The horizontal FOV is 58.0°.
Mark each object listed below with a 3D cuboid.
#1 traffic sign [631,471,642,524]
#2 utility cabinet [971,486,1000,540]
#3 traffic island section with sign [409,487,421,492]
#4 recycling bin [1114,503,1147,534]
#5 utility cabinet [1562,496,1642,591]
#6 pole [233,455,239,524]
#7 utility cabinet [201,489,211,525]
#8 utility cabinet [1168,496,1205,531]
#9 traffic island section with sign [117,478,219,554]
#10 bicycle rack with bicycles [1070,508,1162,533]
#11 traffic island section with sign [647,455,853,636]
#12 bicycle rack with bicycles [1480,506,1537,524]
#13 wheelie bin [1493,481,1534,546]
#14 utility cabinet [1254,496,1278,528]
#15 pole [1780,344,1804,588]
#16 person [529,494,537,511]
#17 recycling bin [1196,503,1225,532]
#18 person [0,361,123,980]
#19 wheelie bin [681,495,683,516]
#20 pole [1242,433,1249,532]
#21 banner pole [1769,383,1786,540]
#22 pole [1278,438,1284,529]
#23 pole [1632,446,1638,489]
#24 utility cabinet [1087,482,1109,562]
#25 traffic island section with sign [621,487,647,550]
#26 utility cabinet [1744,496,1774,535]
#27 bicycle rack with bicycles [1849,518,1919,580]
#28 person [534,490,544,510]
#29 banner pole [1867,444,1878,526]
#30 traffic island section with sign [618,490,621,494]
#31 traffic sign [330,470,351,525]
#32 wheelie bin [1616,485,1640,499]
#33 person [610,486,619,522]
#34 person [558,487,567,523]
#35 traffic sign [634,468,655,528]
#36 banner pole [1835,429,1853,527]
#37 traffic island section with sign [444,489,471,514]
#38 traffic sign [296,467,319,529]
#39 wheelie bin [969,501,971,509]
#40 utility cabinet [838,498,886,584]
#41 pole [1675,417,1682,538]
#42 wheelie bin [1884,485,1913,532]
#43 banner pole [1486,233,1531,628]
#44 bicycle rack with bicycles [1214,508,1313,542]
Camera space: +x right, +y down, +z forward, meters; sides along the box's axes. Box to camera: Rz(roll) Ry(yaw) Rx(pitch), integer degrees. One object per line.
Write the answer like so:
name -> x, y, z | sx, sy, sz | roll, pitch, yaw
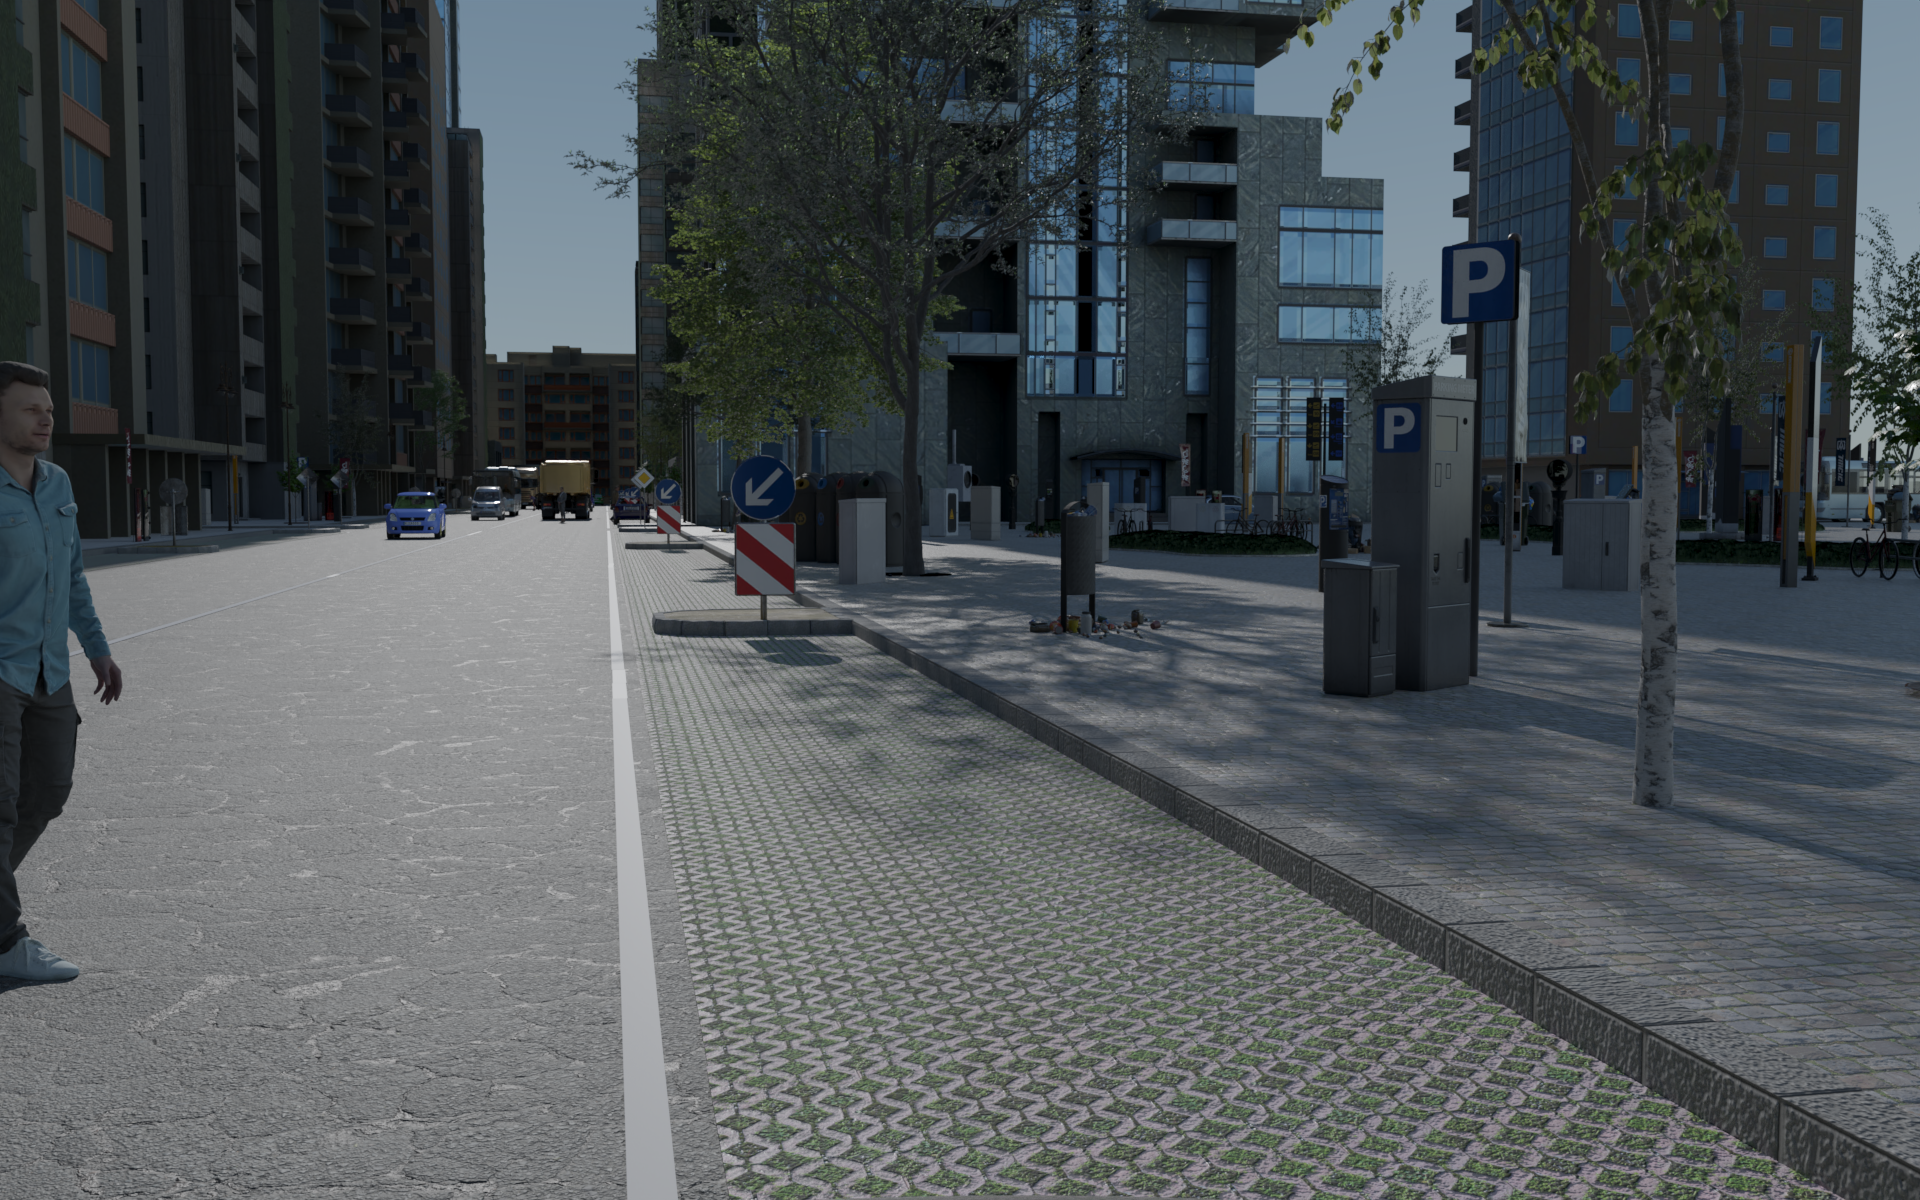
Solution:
traffic sign -> -13.627, -4.293, 73.829 | 0.795, 2.450, 0.064 | -1, 4, -12
utility cabinet -> 0.717, -2.419, 48.223 | 0.318, 1.500, 1.173 | -2, 4, -29
traffic island section with sign -> -30.326, -5.369, 96.412 | 1.989, 1.847, 2.006 | -1, 4, -12
recycling bin -> 4.662, -2.131, 47.400 | 0.722, 1.027, 0.722 | -1, 4, -12
utility cabinet -> 8.626, -0.743, 23.316 | 0.306, 1.237, 1.020 | -2, 4, -34
pole -> -31.030, -4.914, 74.183 | 0.158, 3.312, 0.155 | 0, 3, 0
utility cabinet -> -31.225, -3.799, 70.784 | 1.173, 1.500, 0.318 | 1, 4, 13
utility cabinet -> 6.512, -2.363, 49.797 | 1.020, 1.237, 0.306 | 0, 4, -7
traffic island section with sign -> -19.251, -2.057, 42.253 | 1.989, 1.847, 2.006 | -1, 4, -12
bicycle rack with bicycles -> 3.817, -1.846, 43.570 | 2.852, 0.926, 2.925 | 1, 4, 9
traffic island section with sign -> -2.246, -0.592, 18.313 | 1.989, 1.847, 2.006 | -1, 4, -12
bicycle rack with bicycles -> 16.235, -2.511, 54.437 | 2.852, 0.926, 2.925 | -3, 5, -39
wheelie bin -> 13.807, -2.166, 43.316 | 0.980, 1.594, 0.693 | 0, 4, 5
utility cabinet -> 11.744, -3.385, 66.510 | 0.306, 1.237, 1.020 | -2, 4, -35
pole -> 11.407, -1.829, 23.749 | 0.158, 3.312, 0.155 | 0, 3, 0
person -> -36.384, -8.304, 147.497 | 0.421, 1.427, 0.697 | 3, 5, 42
recycling bin -> 6.971, -2.182, 48.230 | 0.722, 1.027, 0.722 | 1, 4, 15
person -> -2.909, 0.200, 5.247 | 0.620, 1.820, 0.660 | 1, 4, 9
wheelie bin -> -15.351, -5.510, 97.991 | 0.693, 1.594, 0.980 | 0, 4, 4
pole -> 9.540, -3.912, 57.808 | 0.158, 3.312, 0.155 | 0, 3, 0
banner pole -> 18.396, -2.992, 38.938 | 0.401, 3.779, 0.863 | 0, 4, -4
pole -> 11.687, -4.234, 63.062 | 0.158, 3.312, 0.155 | 0, 3, 0
pole -> 28.662, -4.879, 73.614 | 0.158, 3.312, 0.155 | 0, 3, 0
utility cabinet -> 2.587, -1.464, 32.611 | 0.318, 1.500, 1.173 | 1, 4, 11
traffic island section with sign -> -7.766, -2.245, 45.337 | 1.989, 1.847, 2.006 | -1, 4, -12
utility cabinet -> 25.508, -2.683, 55.030 | 1.020, 1.237, 0.306 | 3, 5, 44
bicycle rack with bicycles -> 14.687, -0.733, 25.361 | 2.852, 0.926, 2.925 | 1, 4, 11
person -> -37.676, -8.975, 155.379 | 1.348, 1.807, 0.705 | 0, 4, -1
banner pole -> 36.483, -4.851, 69.337 | 0.401, 3.779, 0.863 | 0, 4, 4
traffic island section with sign -> -24.100, -7.135, 125.278 | 1.989, 1.847, 2.006 | -1, 4, -12
traffic sign -> -25.531, -4.146, 71.426 | 0.795, 2.450, 0.064 | -1, 4, -12
wheelie bin -> 22.217, -3.037, 57.571 | 0.693, 1.594, 0.980 | 0, 4, -3
person -> -17.249, -4.792, 86.759 | 0.656, 1.842, 0.836 | 2, 4, 29
person -> -19.794, -4.720, 85.949 | 0.520, 1.790, 0.573 | 1, 4, 15
traffic sign -> -12.029, -3.814, 66.005 | 0.795, 2.450, 0.064 | -1, 4, -12
banner pole -> 34.365, -4.730, 67.351 | 0.401, 3.779, 0.863 | -1, 4, -21
traffic island section with sign -> -35.815, -7.011, 123.262 | 1.989, 1.847, 2.006 | -1, 4, -12
traffic sign -> -23.932, -3.667, 63.602 | 0.795, 2.450, 0.064 | -1, 4, -12
wheelie bin -> 0.116, -5.518, 98.122 | 0.693, 1.594, 0.980 | -3, 4, -36
utility cabinet -> -1.414, -0.850, 25.053 | 0.306, 1.237, 1.020 | 1, 4, 22
pole -> 19.042, -3.188, 45.974 | 0.158, 3.312, 0.155 | 0, 3, 0
wheelie bin -> 31.583, -3.082, 58.304 | 0.693, 1.594, 0.980 | 0, 4, -7
banner pole -> 5.434, -1.644, 16.896 | 0.401, 3.779, 0.863 | 2, 4, 31
bicycle rack with bicycles -> 8.042, -1.915, 44.687 | 2.925, 0.926, 2.852 | -3, 5, -42
